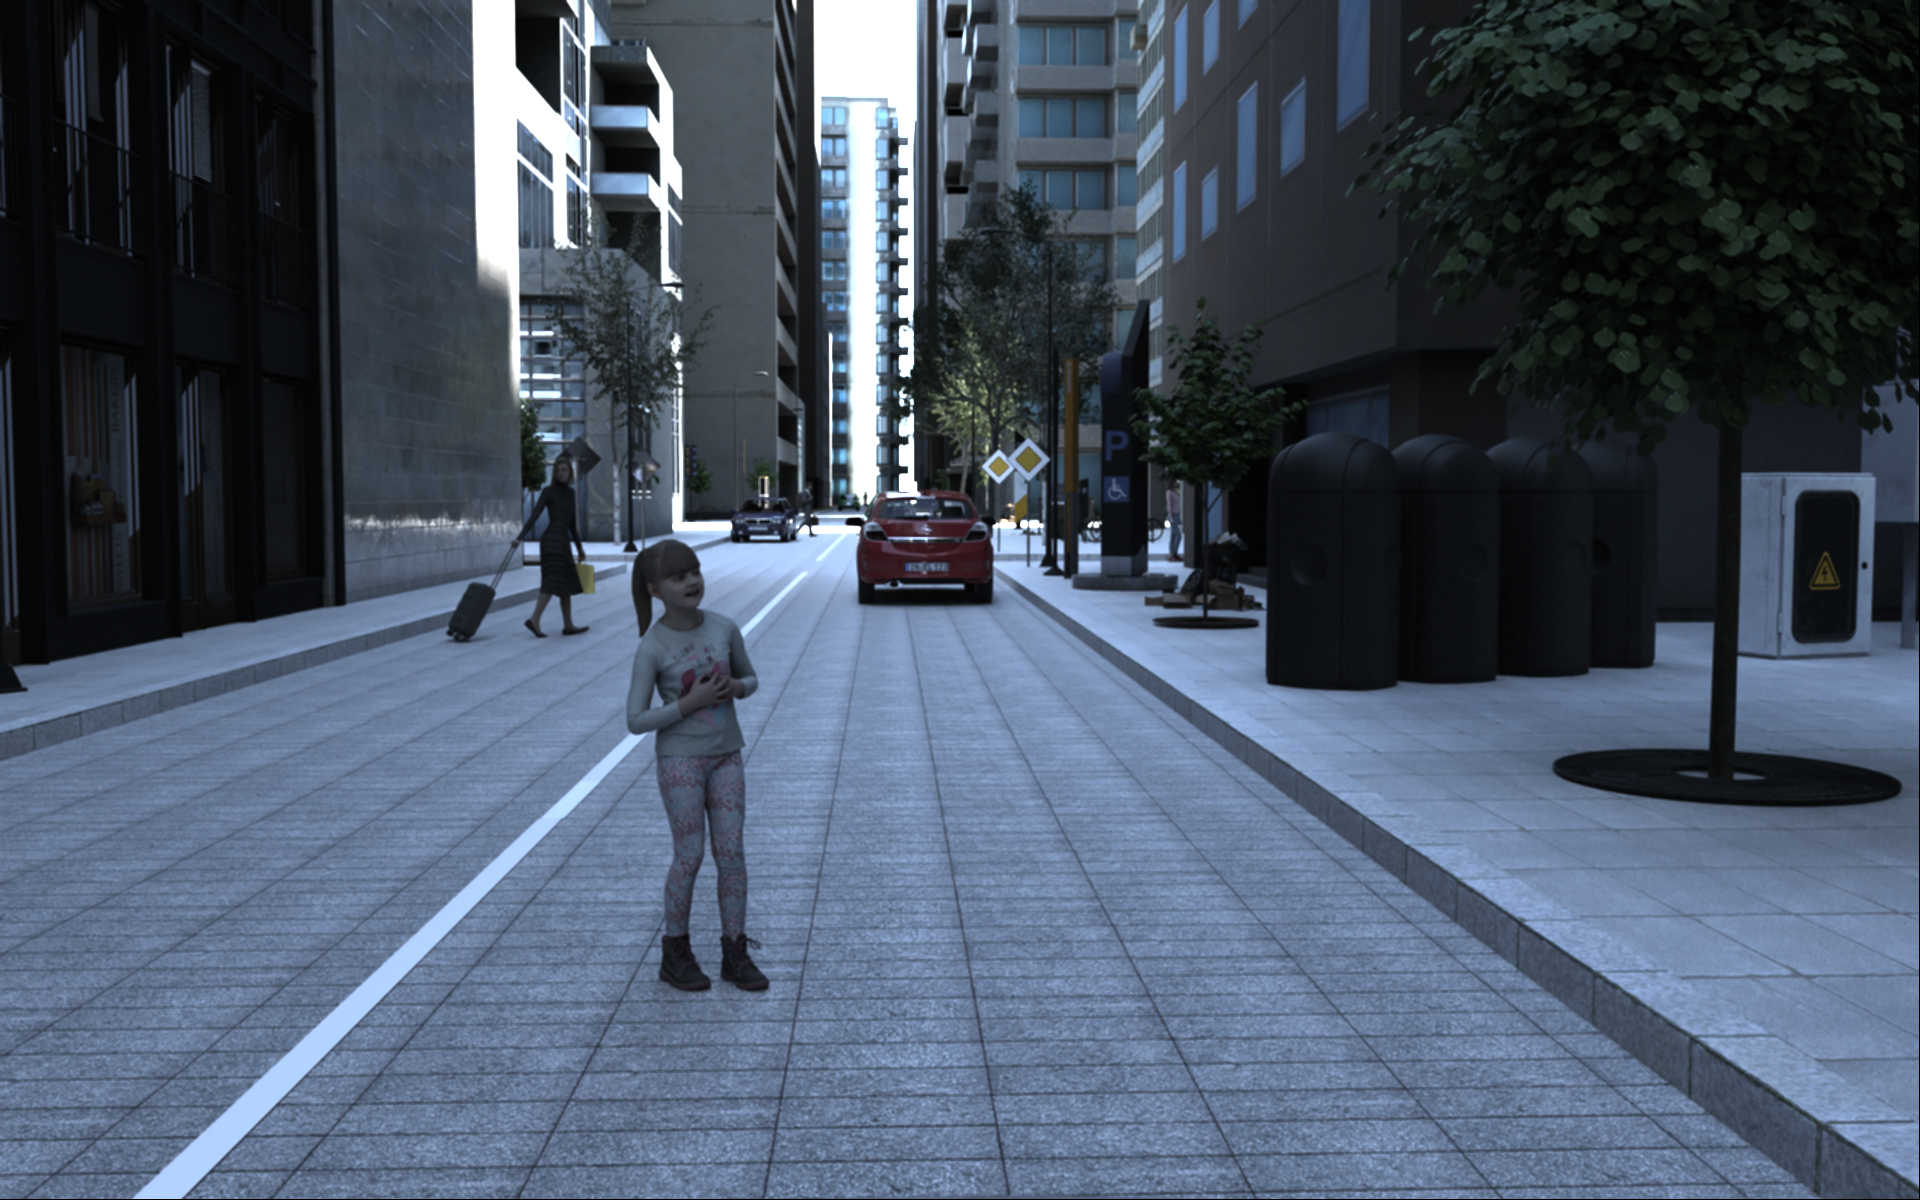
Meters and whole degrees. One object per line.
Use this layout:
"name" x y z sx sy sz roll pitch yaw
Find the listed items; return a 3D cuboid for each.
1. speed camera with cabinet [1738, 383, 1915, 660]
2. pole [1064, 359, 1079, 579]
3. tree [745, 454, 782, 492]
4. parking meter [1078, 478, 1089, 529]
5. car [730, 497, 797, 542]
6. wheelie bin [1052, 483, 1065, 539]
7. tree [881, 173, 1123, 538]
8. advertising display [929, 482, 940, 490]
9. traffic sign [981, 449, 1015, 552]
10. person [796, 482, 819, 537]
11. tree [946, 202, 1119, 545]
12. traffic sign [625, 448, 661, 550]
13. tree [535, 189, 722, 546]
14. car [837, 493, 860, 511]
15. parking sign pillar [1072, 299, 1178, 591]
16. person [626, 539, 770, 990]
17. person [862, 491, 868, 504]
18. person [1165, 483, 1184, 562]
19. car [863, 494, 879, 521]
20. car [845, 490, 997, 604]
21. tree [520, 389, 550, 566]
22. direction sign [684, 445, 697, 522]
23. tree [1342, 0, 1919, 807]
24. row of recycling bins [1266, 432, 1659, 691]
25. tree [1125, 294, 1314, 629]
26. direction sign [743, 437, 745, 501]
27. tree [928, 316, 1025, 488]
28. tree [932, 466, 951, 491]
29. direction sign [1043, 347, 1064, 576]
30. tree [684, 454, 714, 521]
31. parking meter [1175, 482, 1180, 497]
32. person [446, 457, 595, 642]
"speed camera with cabinet" 7.158 -1.193 13.847 2.038 3.252 0.660 -1 4 -20
"pole" 1.687 -1.979 26.201 0.158 3.312 0.155 0 3 0
"tree" -9.508 -5.398 82.856 1.663 3.219 1.824 0 3 0
"parking meter" 4.439 -3.494 62.842 0.399 1.863 0.255 -2 4 -25
"car" -5.927 -2.444 52.540 1.945 1.354 3.894 0 4 -1
"wheelie bin" 2.874 -2.545 49.523 0.980 1.594 0.693 2 4 24
"tree" 1.134 -7.086 50.271 7.601 10.594 8.767 1 4 18
"advertising display" -1.338 -5.227 90.673 0.123 1.923 0.974 -2 4 -29
"traffic sign" 0.861 -2.129 38.446 0.795 2.450 0.064 0 4 -2
"person" -5.128 -3.014 57.743 0.822 1.834 0.622 0 4 -5
"tree" 1.887 -5.664 42.969 4.360 8.622 3.978 0 3 0
"traffic sign" -6.977 -2.110 38.135 0.795 2.450 0.064 0 4 -2
"tree" -8.267 -5.651 42.756 4.360 8.622 3.978 0 3 0
"car" -9.471 -8.496 147.707 1.959 1.807 4.718 0 4 -1
"parking sign pillar" 2.246 -2.142 23.496 1.447 3.967 1.447 1 4 16
"person" -0.739 0.473 5.040 0.394 1.301 0.425 3 4 37
"person" -9.764 -10.297 177.681 0.721 1.723 1.217 2 4 25
"person" 4.508 -1.711 36.482 0.388 1.821 0.555 1 4 14
"car" -2.529 -3.165 63.539 2.131 1.459 4.920 0 4 -1
"car" -0.530 -0.925 24.171 2.155 1.783 4.494 0 4 -3
"tree" -7.907 -2.253 31.434 1.663 3.219 1.824 0 3 0
"direction sign" -12.396 -5.363 79.676 0.379 3.537 0.876 2 4 30
"tree" 3.366 -1.469 7.726 4.285 4.588 4.351 0 3 0
"row of recycling bins" 3.697 -0.319 12.336 3.534 1.692 1.069 -2 4 -32
"tree" 2.352 -1.368 16.968 1.663 3.219 1.824 0 3 0
"direction sign" -8.652 -4.737 69.452 0.379 3.537 0.876 0 4 -4
"tree" 0.900 -7.239 68.715 4.737 8.622 4.395 0 3 0
"tree" -1.034 -7.501 117.238 1.663 3.219 1.824 0 3 0
"direction sign" 1.501 -2.155 27.225 0.379 3.537 0.876 0 4 7
"tree" -12.653 -5.420 83.213 1.663 3.219 1.824 0 3 0
"parking meter" 9.082 -4.104 72.812 0.255 1.863 0.399 0 4 -8
"person" -4.362 -0.524 17.278 1.509 1.804 0.699 -2 4 -30
